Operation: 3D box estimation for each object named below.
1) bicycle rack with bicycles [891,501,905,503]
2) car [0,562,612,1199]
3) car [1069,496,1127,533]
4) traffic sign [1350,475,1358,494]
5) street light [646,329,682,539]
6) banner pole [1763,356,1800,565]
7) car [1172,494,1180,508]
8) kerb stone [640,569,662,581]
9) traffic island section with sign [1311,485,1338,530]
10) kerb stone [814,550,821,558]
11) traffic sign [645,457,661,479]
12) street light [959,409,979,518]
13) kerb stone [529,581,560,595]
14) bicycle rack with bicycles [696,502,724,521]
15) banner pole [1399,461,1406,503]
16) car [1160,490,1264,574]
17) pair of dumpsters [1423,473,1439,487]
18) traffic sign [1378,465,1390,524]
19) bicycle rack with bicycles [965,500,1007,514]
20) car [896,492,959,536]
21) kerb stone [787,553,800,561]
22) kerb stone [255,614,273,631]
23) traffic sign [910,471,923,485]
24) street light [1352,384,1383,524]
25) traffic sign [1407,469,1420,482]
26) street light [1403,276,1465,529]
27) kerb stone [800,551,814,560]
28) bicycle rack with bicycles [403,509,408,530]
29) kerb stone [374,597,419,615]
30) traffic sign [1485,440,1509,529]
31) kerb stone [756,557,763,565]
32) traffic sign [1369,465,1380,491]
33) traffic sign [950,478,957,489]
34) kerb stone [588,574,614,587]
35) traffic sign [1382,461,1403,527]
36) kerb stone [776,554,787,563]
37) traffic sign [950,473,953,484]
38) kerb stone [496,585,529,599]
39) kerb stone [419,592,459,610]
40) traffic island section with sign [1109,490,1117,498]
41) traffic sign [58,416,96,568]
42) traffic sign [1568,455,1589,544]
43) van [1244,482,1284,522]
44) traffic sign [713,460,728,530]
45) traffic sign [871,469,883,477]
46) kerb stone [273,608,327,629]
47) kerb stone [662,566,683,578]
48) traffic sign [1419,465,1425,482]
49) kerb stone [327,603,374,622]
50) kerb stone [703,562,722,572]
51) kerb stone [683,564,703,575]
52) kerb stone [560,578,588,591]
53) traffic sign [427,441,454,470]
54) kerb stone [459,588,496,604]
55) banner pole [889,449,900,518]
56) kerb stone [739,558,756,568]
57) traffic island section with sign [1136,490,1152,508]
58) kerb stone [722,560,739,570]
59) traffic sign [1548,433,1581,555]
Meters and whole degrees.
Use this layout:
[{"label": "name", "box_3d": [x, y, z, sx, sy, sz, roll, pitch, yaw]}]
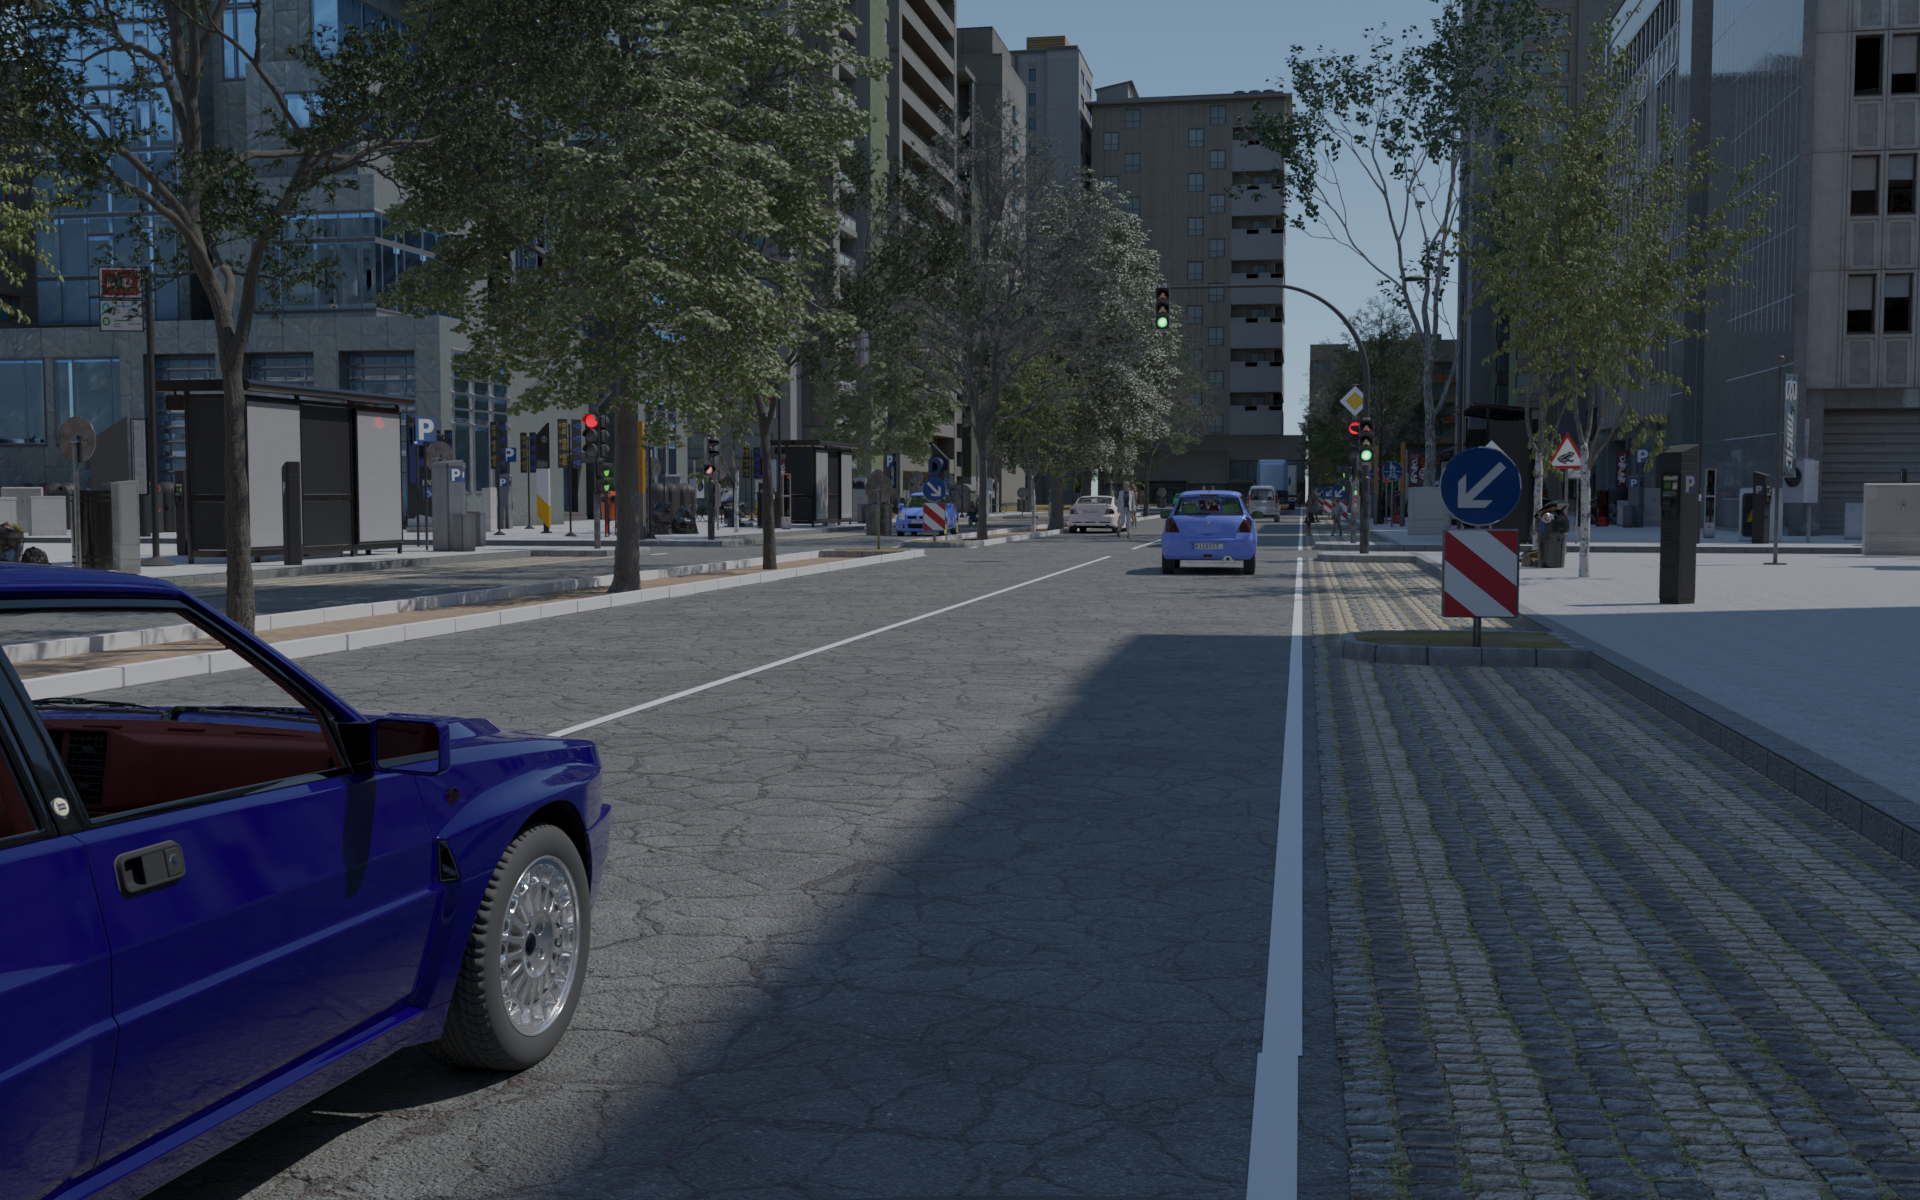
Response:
[{"label": "bicycle rack with bicycles", "box_3d": [-3.391, -4.461, 86.320, 2.852, 0.926, 2.925, 0, 4, -4]}, {"label": "car", "box_3d": [-2.134, 0.564, 3.361, 1.945, 1.354, 3.894, 1, 4, 13]}, {"label": "car", "box_3d": [5.185, -3.199, 64.668, 2.083, 1.381, 4.827, 1, 4, 11]}, {"label": "traffic sign", "box_3d": [25.667, -6.931, 113.429, 0.768, 2.556, 0.104, 1, 4, 20]}, {"label": "street light", "box_3d": [-8.282, -4.676, 48.998, 1.470, 5.913, 1.316, 1, 4, 11]}, {"label": "banner pole", "box_3d": [15.014, -2.539, 31.527, 0.863, 3.779, 0.401, -3, 4, -36]}, {"label": "car", "box_3d": [23.499, -10.685, 183.491, 1.959, 1.807, 4.718, 1, 4, 10]}, {"label": "kerb stone", "box_3d": [-5.240, -0.405, 28.811, 0.120, 0.150, 1.000, 1, 4, 11]}, {"label": "traffic island section with sign", "box_3d": [15.054, -3.709, 69.274, 1.989, 1.847, 2.006, 1, 4, 11]}, {"label": "kerb stone", "box_3d": [-3.252, -1.015, 38.856, 0.120, 0.150, 1.000, 1, 4, 11]}, {"label": "traffic sign", "box_3d": [-10.594, -3.616, 59.236, 0.768, 2.556, 0.104, 1, 4, 13]}, {"label": "street light", "box_3d": [0.646, -7.435, 94.096, 1.470, 5.913, 1.316, 1, 4, 11]}, {"label": "kerb stone", "box_3d": [-6.032, -0.156, 24.799, 0.120, 0.150, 1.000, 1, 4, 11]}, {"label": "bicycle rack with bicycles", "box_3d": [-12.292, -4.224, 82.451, 2.852, 0.926, 2.925, -2, 4, -26]}, {"label": "banner pole", "box_3d": [29.046, -7.566, 113.719, 0.863, 3.779, 0.401, 1, 4, 9]}, {"label": "car", "box_3d": [4.677, -1.388, 32.279, 1.945, 1.707, 3.694, 1, 4, 10]}, {"label": "pair of dumpsters", "box_3d": [22.388, -4.777, 80.598, 1.574, 2.255, 4.437, 1, 4, 11]}, {"label": "traffic sign", "box_3d": [18.228, -4.519, 73.992, 0.768, 2.556, 0.104, 1, 4, 15]}, {"label": "bicycle rack with bicycles", "box_3d": [1.651, -6.109, 113.258, 2.925, 0.926, 2.852, -1, 4, -16]}, {"label": "car", "box_3d": [-1.126, -3.083, 59.992, 1.945, 1.707, 3.694, 1, 4, 9]}, {"label": "kerb stone", "box_3d": [-3.651, -0.896, 36.847, 0.120, 0.150, 1.000, 1, 4, 11]}, {"label": "kerb stone", "box_3d": [-7.422, 0.271, 17.758, 0.120, 0.150, 1.000, 1, 4, 11]}, {"label": "traffic sign", "box_3d": [-2.370, -5.773, 94.497, 0.768, 2.556, 0.104, 1, 4, 16]}, {"label": "street light", "box_3d": [17.255, -6.163, 73.309, 1.470, 5.913, 1.316, 1, 4, 11]}, {"label": "traffic sign", "box_3d": [20.746, -4.831, 79.088, 0.768, 2.556, 0.104, 1, 4, 11]}, {"label": "street light", "box_3d": [10.123, -3.937, 36.906, 1.470, 5.913, 1.316, 1, 4, 11]}, {"label": "kerb stone", "box_3d": [-3.452, -0.957, 37.854, 0.120, 0.150, 1.000, 1, 4, 11]}, {"label": "bicycle rack with bicycles", "box_3d": [-20.925, -2.922, 61.149, 2.925, 0.926, 2.852, 1, 4, 20]}, {"label": "kerb stone", "box_3d": [-6.828, 0.093, 20.775, 0.120, 0.150, 1.000, 1, 4, 11]}, {"label": "traffic sign", "box_3d": [11.378, -2.198, 37.129, 0.795, 2.450, 0.064, 1, 4, 14]}, {"label": "kerb stone", "box_3d": [-4.050, -0.767, 34.840, 0.120, 0.150, 1.000, 1, 4, 11]}, {"label": "traffic sign", "box_3d": [18.462, -4.671, 76.475, 0.768, 2.556, 0.104, 1, 4, 20]}, {"label": "traffic sign", "box_3d": [-0.587, -6.553, 107.152, 0.884, 2.594, 0.081, 1, 4, 18]}, {"label": "kerb stone", "box_3d": [-5.638, -0.275, 26.807, 0.120, 0.150, 1.000, 1, 4, 11]}, {"label": "traffic sign", "box_3d": [16.839, -4.120, 67.463, 0.768, 2.556, 0.104, 1, 4, 19]}, {"label": "kerb stone", "box_3d": [-3.847, -0.829, 35.844, 0.120, 0.150, 1.000, 1, 4, 11]}, {"label": "traffic sign", "box_3d": [-0.768, -6.073, 99.399, 0.768, 2.556, 0.104, 1, 4, 21]}, {"label": "kerb stone", "box_3d": [-6.233, -0.098, 23.797, 0.120, 0.150, 1.000, 1, 4, 11]}, {"label": "kerb stone", "box_3d": [-6.633, 0.025, 21.793, 0.120, 0.150, 1.000, 1, 4, 11]}, {"label": "traffic island section with sign", "box_3d": [13.127, -8.559, 148.565, 1.989, 1.847, 2.006, 1, 4, 11]}, {"label": "traffic sign", "box_3d": [-14.484, -1.730, 28.399, 0.768, 2.556, 0.104, 1, 4, 18]}, {"label": "traffic sign", "box_3d": [15.918, -2.602, 44.681, 0.606, 2.300, 0.079, 1, 4, 12]}, {"label": "van", "box_3d": [15.610, -5.021, 89.107, 2.013, 2.044, 4.112, 1, 4, 12]}, {"label": "traffic sign", "box_3d": [-8.599, -3.752, 61.455, 0.768, 2.556, 0.104, 1, 4, 20]}, {"label": "traffic sign", "box_3d": [-4.213, -5.423, 88.771, 0.768, 2.556, 0.104, 1, 4, 15]}, {"label": "kerb stone", "box_3d": [-7.223, 0.211, 18.761, 0.120, 0.150, 1.000, 1, 4, 11]}, {"label": "kerb stone", "box_3d": [-5.046, -0.462, 29.818, 0.120, 0.150, 1.000, 1, 4, 11]}, {"label": "traffic sign", "box_3d": [20.336, -4.624, 75.702, 0.768, 2.556, 0.104, 1, 4, 17]}, {"label": "kerb stone", "box_3d": [-7.033, 0.148, 19.772, 0.120, 0.150, 1.000, 1, 4, 11]}, {"label": "kerb stone", "box_3d": [-4.641, -0.587, 31.828, 0.120, 0.150, 1.000, 1, 4, 11]}, {"label": "kerb stone", "box_3d": [-4.846, -0.527, 30.823, 0.120, 0.150, 1.000, 1, 4, 11]}, {"label": "kerb stone", "box_3d": [-5.833, -0.221, 25.802, 0.120, 0.150, 1.000, 1, 4, 11]}, {"label": "traffic sign", "box_3d": [-12.585, -2.551, 41.812, 0.768, 2.556, 0.104, 1, 4, 12]}, {"label": "kerb stone", "box_3d": [-6.429, -0.037, 22.794, 0.120, 0.150, 1.000, 1, 4, 11]}, {"label": "banner pole", "box_3d": [-3.495, -6.296, 92.953, 0.863, 3.779, 0.401, -1, 4, -18]}, {"label": "kerb stone", "box_3d": [-4.246, -0.706, 33.834, 0.120, 0.150, 1.000, 1, 4, 11]}, {"label": "traffic island section with sign", "box_3d": [18.413, -10.194, 175.306, 1.989, 1.847, 2.006, 1, 4, 11]}, {"label": "kerb stone", "box_3d": [-4.448, -0.651, 32.832, 0.120, 0.150, 1.000, 1, 4, 11]}, {"label": "traffic sign", "box_3d": [12.844, -2.244, 36.699, 0.884, 2.594, 0.081, 1, 4, 18]}]
